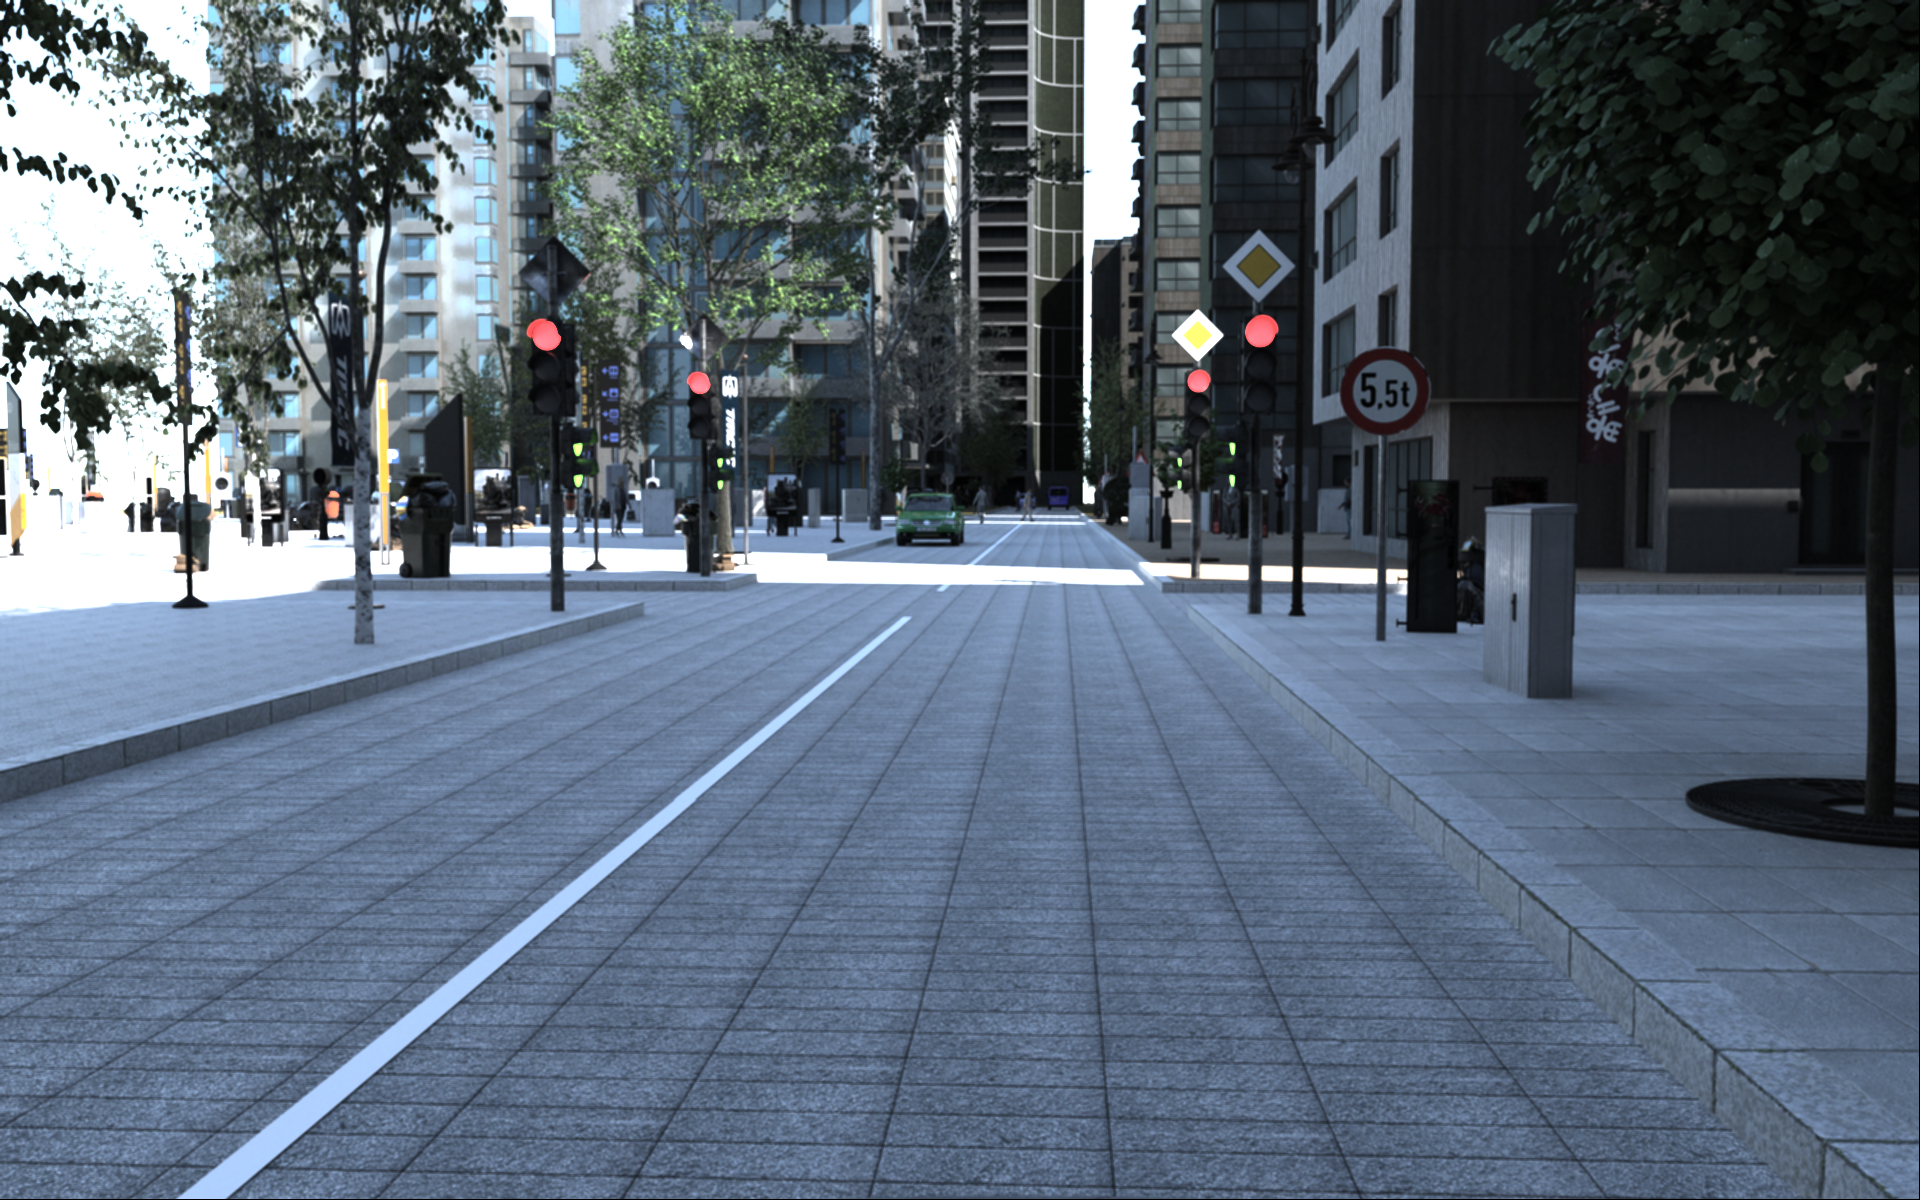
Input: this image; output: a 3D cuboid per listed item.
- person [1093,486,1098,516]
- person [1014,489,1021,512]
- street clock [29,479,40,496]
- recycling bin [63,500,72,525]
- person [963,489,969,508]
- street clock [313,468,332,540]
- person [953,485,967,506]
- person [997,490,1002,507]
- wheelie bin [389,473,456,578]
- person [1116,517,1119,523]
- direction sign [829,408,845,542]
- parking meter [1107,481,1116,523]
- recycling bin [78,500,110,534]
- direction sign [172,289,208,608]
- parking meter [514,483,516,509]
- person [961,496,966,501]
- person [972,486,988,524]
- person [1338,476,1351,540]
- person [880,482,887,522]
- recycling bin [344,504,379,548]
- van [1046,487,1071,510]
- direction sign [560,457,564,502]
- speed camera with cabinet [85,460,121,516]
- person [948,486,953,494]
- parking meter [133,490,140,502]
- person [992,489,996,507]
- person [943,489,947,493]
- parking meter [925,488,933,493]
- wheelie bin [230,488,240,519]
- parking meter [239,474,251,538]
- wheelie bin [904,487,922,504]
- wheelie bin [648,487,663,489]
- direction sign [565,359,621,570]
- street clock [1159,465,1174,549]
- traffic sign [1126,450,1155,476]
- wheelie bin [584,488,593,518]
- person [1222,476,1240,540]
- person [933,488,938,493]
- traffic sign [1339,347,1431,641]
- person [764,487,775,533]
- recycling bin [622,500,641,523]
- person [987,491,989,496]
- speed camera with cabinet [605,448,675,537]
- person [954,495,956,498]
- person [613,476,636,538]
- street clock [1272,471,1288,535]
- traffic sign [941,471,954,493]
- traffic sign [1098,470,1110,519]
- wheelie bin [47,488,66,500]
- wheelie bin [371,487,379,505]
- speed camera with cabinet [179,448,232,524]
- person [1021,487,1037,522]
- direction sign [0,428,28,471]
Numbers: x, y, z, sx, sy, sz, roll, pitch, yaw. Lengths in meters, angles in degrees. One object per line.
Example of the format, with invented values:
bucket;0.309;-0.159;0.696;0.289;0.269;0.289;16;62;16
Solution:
person;8.160;-5.893;102.950;0.434;1.755;0.990;2;4;26
person;4.594;-8.067;140.270;0.599;1.838;0.709;2;4;27
street clock;-44.102;-4.774;82.617;0.471;2.002;0.358;1;4;23
recycling bin;-36.407;-3.594;71.309;0.722;1.027;0.722;1;4;20
person;0.514;-9.137;156.171;0.721;1.736;1.217;1;4;19
street clock;-17.682;-2.661;48.079;0.471;2.002;0.358;2;4;24
person;-0.079;-6.109;105.944;0.705;1.821;1.348;3;5;42
person;3.829;-9.986;170.132;0.721;1.723;1.217;-1;4;-11
wheelie bin;-8.175;-1.146;26.641;0.693;1.594;0.980;2;4;31
person;6.941;-4.278;76.413;0.534;1.772;0.576;2;4;34
direction sign;-3.250;-3.302;45.980;0.379;3.537;0.876;1;4;23
parking meter;6.623;-4.284;75.752;0.255;1.863;0.399;-2;4;-29
recycling bin;-27.953;-2.652;55.916;0.722;1.027;0.722;-3;5;-42
direction sign;-8.725;-1.684;19.526;0.379;3.537;0.876;-1;4;-15
parking meter;-24.083;-5.337;92.964;0.255;1.863;0.399;3;4;37
person;-0.029;-7.369;129.757;0.991;1.433;0.599;-2;4;-24
person;0.991;-4.585;83.579;0.709;1.813;0.853;-2;4;-32
person;10.969;-2.587;48.688;0.721;1.781;0.623;0;4;8
person;-3.654;-4.490;79.239;0.659;1.850;0.755;1;4;12
recycling bin;-14.415;-1.793;41.872;0.722;1.027;0.722;-3;4;-37
van;8.806;-9.192;154.675;2.240;2.365;5.245;0;4;3
direction sign;-12.782;-4.032;57.927;0.876;3.537;0.379;0;4;-4
speed camera with cabinet;-50.521;-6.574;101.822;2.038;3.252;0.660;-1;4;-14
person;-0.676;-6.280;108.853;0.705;1.807;1.348;2;4;26
parking meter;-49.970;-5.913;105.082;0.372;1.533;0.369;0;3;0
person;3.552;-10.516;177.920;0.705;1.831;1.348;-1;4;-9
person;-1.198;-8.236;141.486;1.217;1.735;0.721;-1;4;-20
parking meter;-1.342;-4.107;75.559;0.372;1.533;0.369;0;3;0
wheelie bin;-36.963;-4.944;88.738;0.980;1.594;0.693;2;4;32
parking meter;-20.735;-2.735;50.425;0.399;1.863;0.255;1;4;11
wheelie bin;-1.889;-3.947;72.436;0.980;1.594;0.693;0;4;7
wheelie bin;-13.177;-4.092;74.820;0.980;1.594;0.693;0;4;-8
direction sign;-6.143;-2.274;29.178;0.876;3.537;0.379;0;4;4
street clock;4.839;-2.201;40.563;0.358;2.002;0.471;2;4;32
traffic sign;5.375;-3.153;51.549;0.884;2.594;0.081;1;4;11
wheelie bin;-20.408;-5.280;94.231;0.980;1.594;0.693;2;4;26
person;7.576;-2.573;48.384;0.520;1.790;0.573;1;4;13
person;-1.988;-8.017;137.931;0.742;1.727;0.445;2;4;33
traffic sign;3.683;-0.916;15.076;0.768;2.556;0.104;1;4;11
person;-6.266;-3.160;57.724;0.555;1.821;0.388;0;4;-4
recycling bin;-14.768;-3.989;77.771;0.722;1.027;0.722;-3;5;-44
person;2.807;-10.020;171.347;0.415;1.643;0.593;-3;5;-40
speed camera with cabinet;-9.688;-3.555;52.453;2.038;3.252;0.660;-1;4;-13
person;-0.360;-6.874;121.667;0.697;1.427;0.421;1;4;22
person;-9.917;-2.730;50.854;0.728;1.800;0.709;3;5;44
street clock;10.117;-3.068;54.735;0.471;2.002;0.358;1;4;16
traffic sign;-0.697;-5.969;97.700;0.768;2.556;0.104;0;4;4
traffic sign;7.544;-5.450;89.109;0.884;2.594;0.081;0;4;6
wheelie bin;-45.217;-4.815;86.638;0.980;1.594;0.693;2;4;23
wheelie bin;-14.751;-2.253;44.742;0.693;1.594;0.980;2;4;35
speed camera with cabinet;-32.176;-4.863;73.839;2.038;3.252;0.660;-1;4;-16
person;3.484;-4.865;88.321;0.850;1.792;0.678;1;4;20
direction sign;-32.318;-4.110;59.200;0.876;3.537;0.379;-1;4;-11
